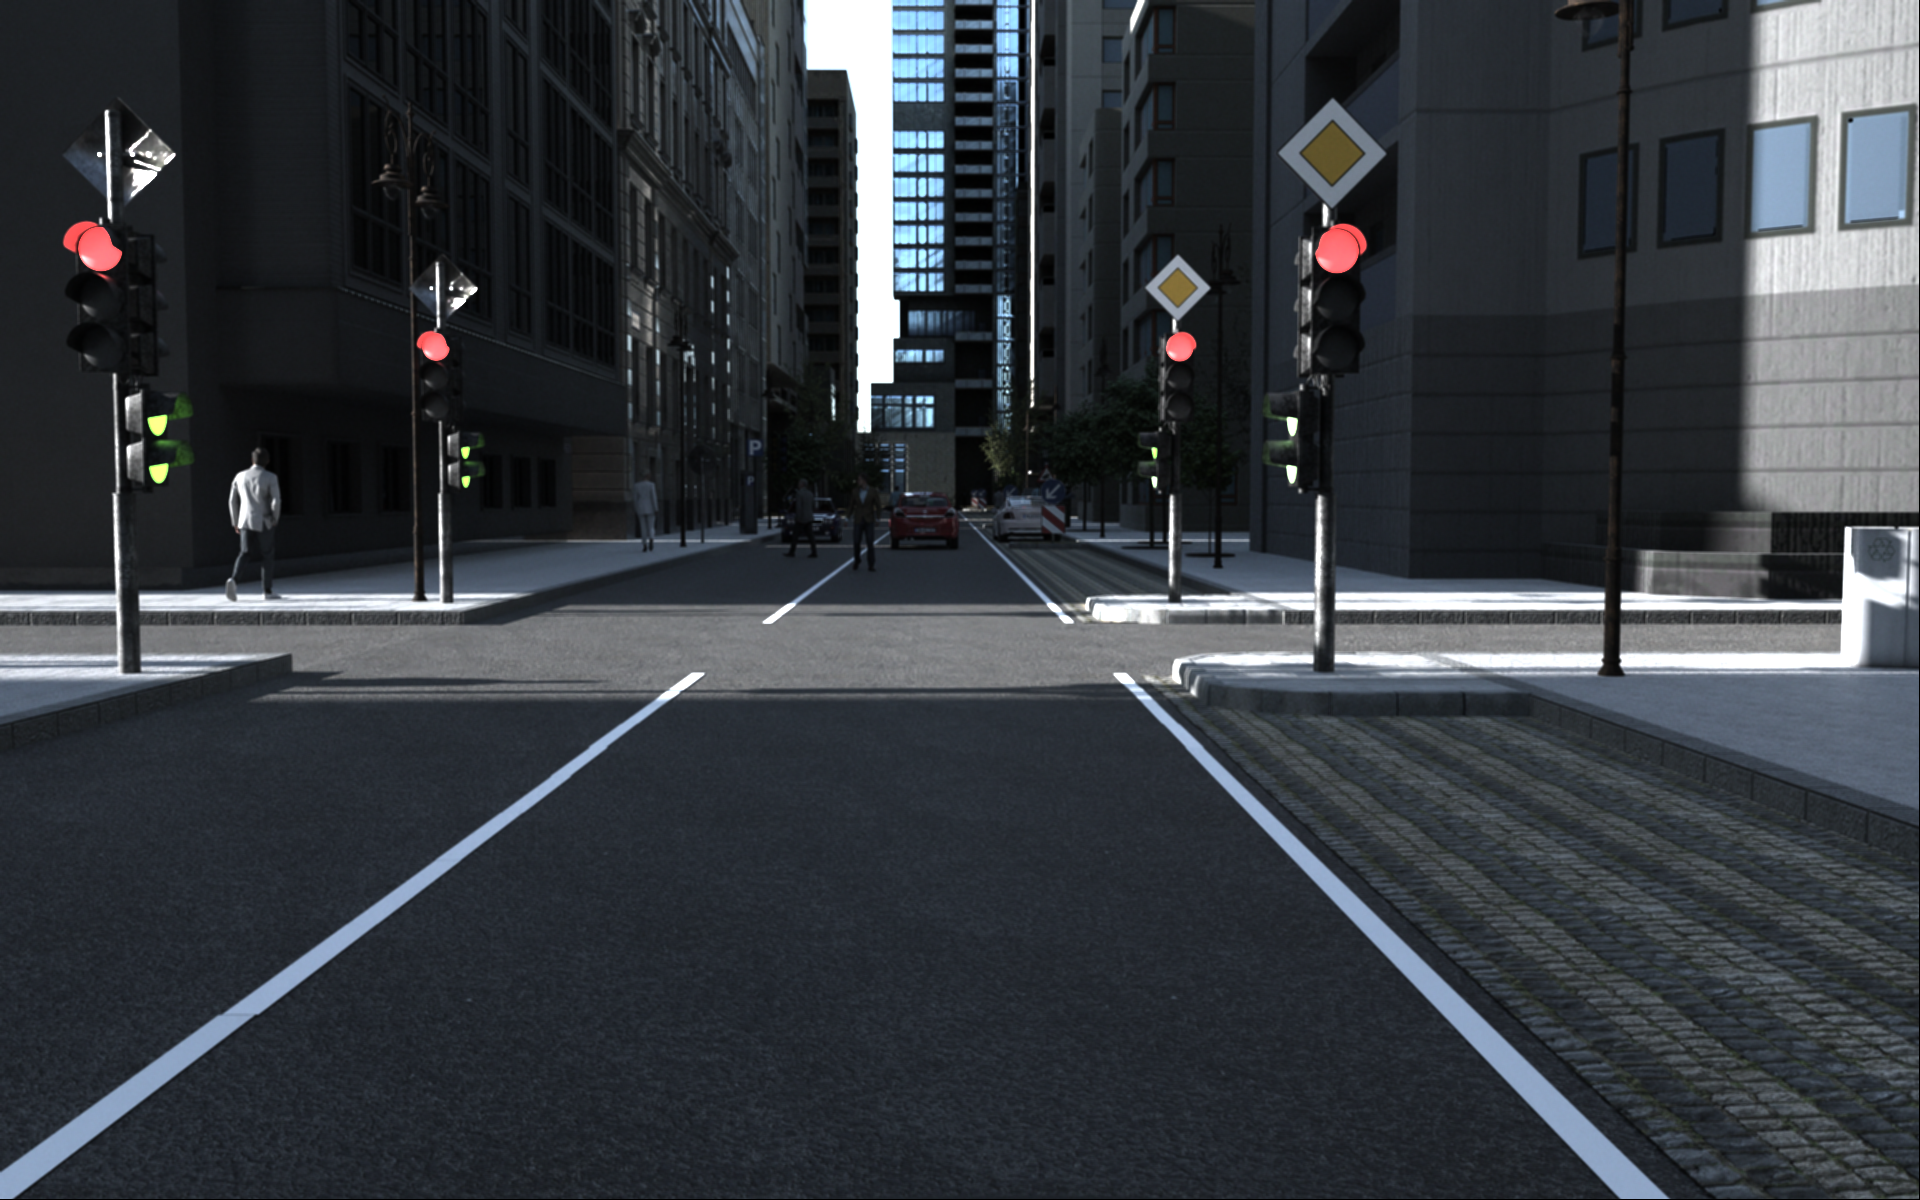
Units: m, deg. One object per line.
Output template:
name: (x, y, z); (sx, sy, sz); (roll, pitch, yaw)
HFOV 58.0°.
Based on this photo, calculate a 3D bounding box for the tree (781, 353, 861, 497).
tree: (-7.385, -8.528, 89.799); (4.737, 8.622, 4.395); (0, 3, 0)

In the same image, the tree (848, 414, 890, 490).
tree: (-8.205, -12.678, 157.654); (4.360, 8.622, 3.978); (0, 3, 0)

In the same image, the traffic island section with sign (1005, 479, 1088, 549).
traffic island section with sign: (2.295, -2.263, 45.623); (1.989, 1.847, 2.006); (0, 4, -1)

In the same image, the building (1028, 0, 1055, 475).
building: (19.559, -33.715, 140.473); (28.713, 52.752, 27.495); (0, 4, -1)

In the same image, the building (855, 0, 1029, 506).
building: (4.391, -53.660, 190.017); (31.000, 86.520, 22.319); (0, 4, -1)

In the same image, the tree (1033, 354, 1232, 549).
tree: (4.491, -3.494, 40.841); (4.285, 4.588, 4.351); (0, 3, 0)

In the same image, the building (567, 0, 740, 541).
building: (-14.965, -16.006, 58.960); (12.463, 27.353, 25.104); (0, 4, -1)

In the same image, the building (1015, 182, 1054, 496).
building: (12.078, -23.907, 162.576); (14.160, 30.474, 14.107); (0, 4, -1)

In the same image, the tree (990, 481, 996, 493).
tree: (3.201, -8.733, 137.382); (1.663, 3.219, 1.824); (0, 3, 0)

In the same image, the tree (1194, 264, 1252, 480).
tree: (9.339, -6.316, 53.626); (4.360, 8.622, 3.978); (0, 3, 0)

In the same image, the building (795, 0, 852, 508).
building: (-25.962, -51.623, 156.714); (31.000, 86.520, 22.319); (0, 4, -1)

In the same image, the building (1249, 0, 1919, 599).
building: (20.740, -29.789, 29.056); (28.212, 58.520, 21.231); (0, 4, -1)

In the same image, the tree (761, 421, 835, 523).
tree: (-7.343, -5.780, 78.218); (4.285, 4.588, 4.351); (0, 3, 0)

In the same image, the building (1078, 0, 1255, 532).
building: (19.929, -13.911, 72.482); (27.650, 21.520, 28.899); (0, 4, -1)

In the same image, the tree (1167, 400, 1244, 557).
tree: (5.183, -2.516, 35.731); (1.663, 3.219, 1.824); (0, 3, 0)

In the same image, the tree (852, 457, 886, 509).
tree: (-8.054, -10.355, 153.012); (4.285, 4.588, 4.351); (0, 3, 0)

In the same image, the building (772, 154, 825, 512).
building: (-20.918, -42.414, 131.728); (20.563, 71.187, 20.611); (0, 4, -1)

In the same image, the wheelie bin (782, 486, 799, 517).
wheelie bin: (-6.864, -3.839, 70.679); (0.693, 1.594, 0.980); (-1, 4, -15)

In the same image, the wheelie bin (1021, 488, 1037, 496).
wheelie bin: (3.676, -5.081, 90.990); (0.980, 1.594, 0.693); (1, 4, 12)

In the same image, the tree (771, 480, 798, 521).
tree: (-8.336, -5.340, 81.909); (1.663, 3.219, 1.824); (0, 3, 0)

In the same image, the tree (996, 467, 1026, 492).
tree: (3.742, -7.790, 121.970); (1.663, 3.219, 1.824); (0, 3, 0)

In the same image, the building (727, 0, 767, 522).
building: (-16.185, -16.132, 81.786); (12.078, 24.808, 19.932); (0, 4, -1)

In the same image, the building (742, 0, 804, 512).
building: (-24.086, -31.744, 108.247); (28.713, 52.752, 27.495); (0, 4, -1)

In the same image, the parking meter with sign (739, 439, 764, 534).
parking meter with sign: (-6.778, -3.639, 55.750); (0.543, 3.016, 1.738); (-1, 4, -19)

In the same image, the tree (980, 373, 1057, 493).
tree: (3.643, -9.413, 104.265); (4.737, 8.622, 4.395); (0, 3, 0)

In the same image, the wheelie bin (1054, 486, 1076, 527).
wheelie bin: (3.984, -3.602, 66.805); (0.980, 1.594, 0.693); (0, 4, -2)

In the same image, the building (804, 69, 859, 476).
building: (-22.283, -34.661, 190.401); (21.600, 48.544, 21.300); (0, 4, -1)

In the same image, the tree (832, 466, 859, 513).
tree: (-8.022, -7.554, 118.113); (1.663, 3.219, 1.824); (0, 3, 0)

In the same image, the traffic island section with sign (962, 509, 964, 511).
traffic island section with sign: (1.156, -8.618, 149.527); (1.989, 1.847, 2.006); (0, 4, -1)

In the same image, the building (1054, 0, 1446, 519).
building: (16.667, -34.882, 112.319); (21.231, 58.520, 28.212); (0, 4, -1)

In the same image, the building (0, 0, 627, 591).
building: (-15.791, -14.707, 33.967); (14.314, 27.812, 24.014); (0, 4, -1)

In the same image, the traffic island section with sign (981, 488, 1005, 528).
traffic island section with sign: (1.990, -3.911, 72.577); (1.989, 1.847, 2.006); (0, 4, -1)

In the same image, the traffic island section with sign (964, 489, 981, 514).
traffic island section with sign: (1.438, -6.969, 122.573); (1.989, 1.847, 2.006); (0, 4, -1)
